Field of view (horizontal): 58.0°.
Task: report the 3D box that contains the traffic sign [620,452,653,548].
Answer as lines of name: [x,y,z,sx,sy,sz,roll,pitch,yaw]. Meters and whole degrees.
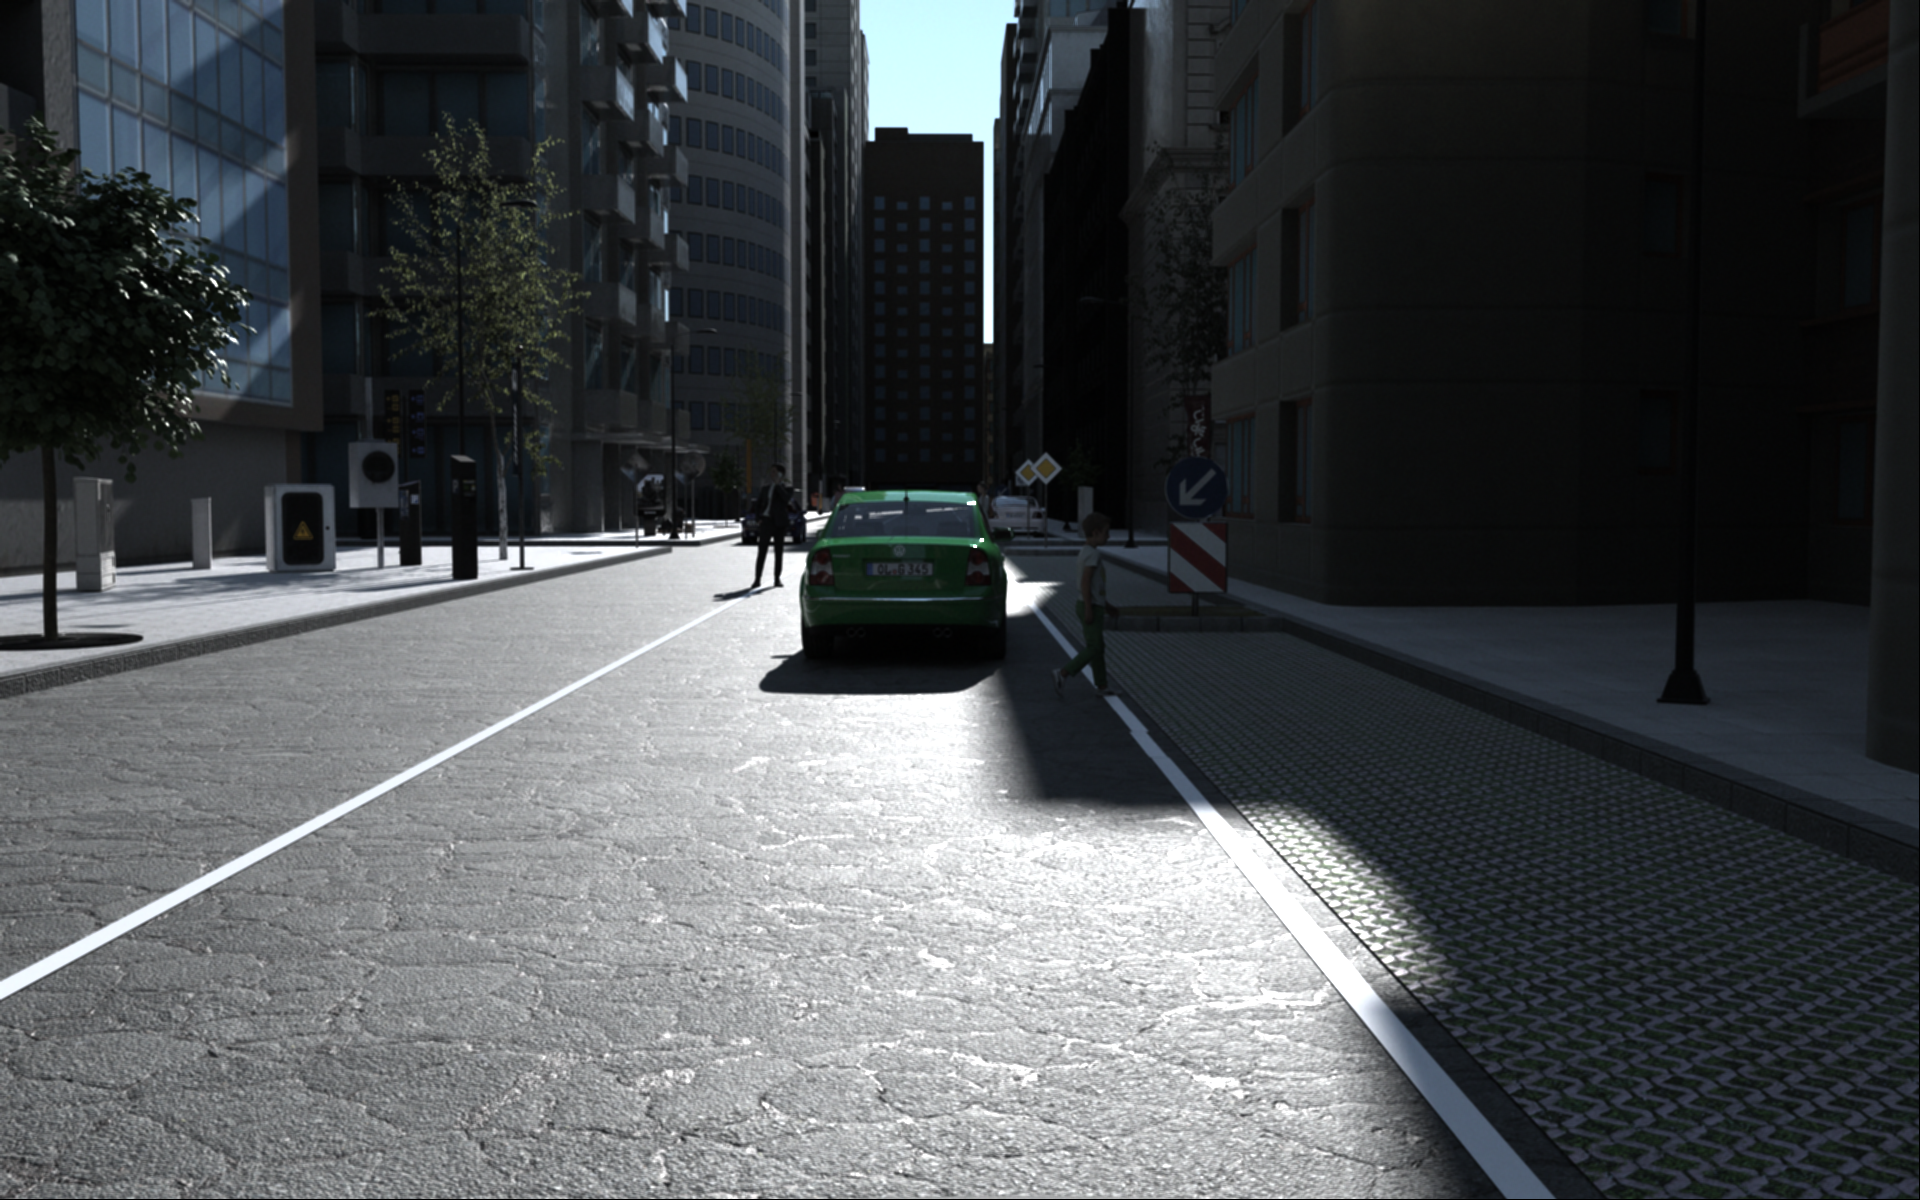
traffic sign: [-7.656,-2.285,41.009,0.795,2.450,0.064,0,4,-1]

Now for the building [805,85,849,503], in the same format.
building: [-18.263,-29.673,168.741,14.154,41.232,14.086,0,4,-1]

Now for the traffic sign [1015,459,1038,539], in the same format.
traffic sign: [1.939,-2.780,49.093,0.795,2.450,0.064,0,4,-1]

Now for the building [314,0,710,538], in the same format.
building: [-22.328,-27.135,63.272,23.786,49.044,30.456,0,4,-1]

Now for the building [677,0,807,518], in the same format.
building: [-20.754,-34.274,102.373,21.231,58.520,28.212,0,4,-1]

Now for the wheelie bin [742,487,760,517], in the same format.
wheelie bin: [-9.775,-4.484,81.229,0.980,1.594,0.693,-2,4,-30]

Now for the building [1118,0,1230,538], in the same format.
building: [18.070,-15.780,55.272,25.104,27.353,12.463,0,4,-1]

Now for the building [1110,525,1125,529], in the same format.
building: [11.340,-14.700,70.024,12.332,23.373,15.834,0,4,-1]

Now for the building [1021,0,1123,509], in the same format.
building: [10.120,-20.271,108.916,11.434,29.767,29.804,0,4,-1]

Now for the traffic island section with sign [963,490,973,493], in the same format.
traffic island section with sign: [1.322,-5.667,101.283,1.989,1.847,2.006,0,4,-1]

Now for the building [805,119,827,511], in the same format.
building: [-17.657,-21.979,131.056,14.160,30.474,14.107,0,4,-1]

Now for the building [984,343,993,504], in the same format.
building: [17.518,-23.114,222.953,28.899,21.520,27.650,0,4,-1]

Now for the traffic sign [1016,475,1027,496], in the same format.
traffic sign: [3.220,-5.442,91.114,0.606,2.300,0.079,0,4,4]

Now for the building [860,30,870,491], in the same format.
building: [-25.585,-41.398,218.848,28.212,58.520,21.231,0,4,-1]

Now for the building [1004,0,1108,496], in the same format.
building: [15.773,-31.883,140.887,23.786,49.044,30.456,0,4,-1]

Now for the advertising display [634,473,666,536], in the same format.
advertising display: [-9.543,-2.941,53.302,0.974,1.923,0.123,0,4,1]

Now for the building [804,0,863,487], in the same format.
building: [-21.407,-45.838,187.709,20.611,71.187,20.563,0,4,-1]

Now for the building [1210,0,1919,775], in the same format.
building: [18.133,-10.318,13.736,27.650,21.520,28.899,0,4,-1]

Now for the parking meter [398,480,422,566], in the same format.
parking meter: [-9.908,-1.394,31.207,0.372,1.533,0.369,0,3,0]

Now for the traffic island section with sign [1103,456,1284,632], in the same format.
traffic island section with sign: [2.349,-0.621,18.789,1.989,1.847,2.006,0,4,-1]

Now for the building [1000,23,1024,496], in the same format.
building: [10.959,-31.383,163.229,14.600,45.320,14.200,0,4,-1]

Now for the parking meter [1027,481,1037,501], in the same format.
parking meter: [3.141,-4.292,75.883,0.399,1.863,0.255,1,4,16]

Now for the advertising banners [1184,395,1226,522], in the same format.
advertising banners: [4.849,-2.085,30.278,2.074,3.025,0.090,2,4,32]

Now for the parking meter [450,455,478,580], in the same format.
parking meter: [-7.473,-1.248,26.113,0.255,1.863,0.399,-3,5,-42]

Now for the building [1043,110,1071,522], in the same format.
building: [10.786,-15.698,86.340,12.332,23.373,15.834,0,4,-1]

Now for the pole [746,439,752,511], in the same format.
pole: [-7.795,-4.290,63.987,0.158,3.312,0.155,0,3,0]

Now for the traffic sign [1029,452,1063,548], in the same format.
traffic sign: [2.038,-2.292,41.108,0.795,2.450,0.064,0,4,-1]

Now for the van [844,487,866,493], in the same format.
van: [-6.079,-5.618,98.861,2.013,2.044,4.112,0,4,0]

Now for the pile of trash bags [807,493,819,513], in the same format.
pile of trash bags: [-11.099,-6.742,119.990,3.447,1.369,1.912,3,4,36]

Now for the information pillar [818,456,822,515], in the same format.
information pillar: [-8.500,-6.978,105.451,0.183,3.616,0.504,-1,4,-16]

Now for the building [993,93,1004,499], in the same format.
building: [10.993,-30.214,177.586,14.154,41.232,14.086,0,4,-1]

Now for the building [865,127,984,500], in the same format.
building: [-4.321,-34.532,214.707,14.200,45.320,14.600,0,4,-1]

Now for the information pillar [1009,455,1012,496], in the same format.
information pillar: [2.985,-6.815,102.783,0.183,3.616,0.504,1,4,19]

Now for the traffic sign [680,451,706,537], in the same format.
traffic sign: [-7.889,-3.123,51.167,0.768,2.556,0.104,0,4,6]

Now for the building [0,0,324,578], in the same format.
building: [-21.462,-23.304,31.127,14.200,45.320,14.600,0,4,-1]

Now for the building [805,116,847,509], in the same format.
building: [-26.273,-27.999,149.668,32.217,40.220,23.993,0,4,-1]

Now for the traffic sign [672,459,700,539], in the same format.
traffic sign: [-7.754,-2.774,48.994,0.795,2.450,0.064,0,4,-1]

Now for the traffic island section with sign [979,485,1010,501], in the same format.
traffic island section with sign: [1.673,-4.006,74.133,1.989,1.847,2.006,0,4,-1]
